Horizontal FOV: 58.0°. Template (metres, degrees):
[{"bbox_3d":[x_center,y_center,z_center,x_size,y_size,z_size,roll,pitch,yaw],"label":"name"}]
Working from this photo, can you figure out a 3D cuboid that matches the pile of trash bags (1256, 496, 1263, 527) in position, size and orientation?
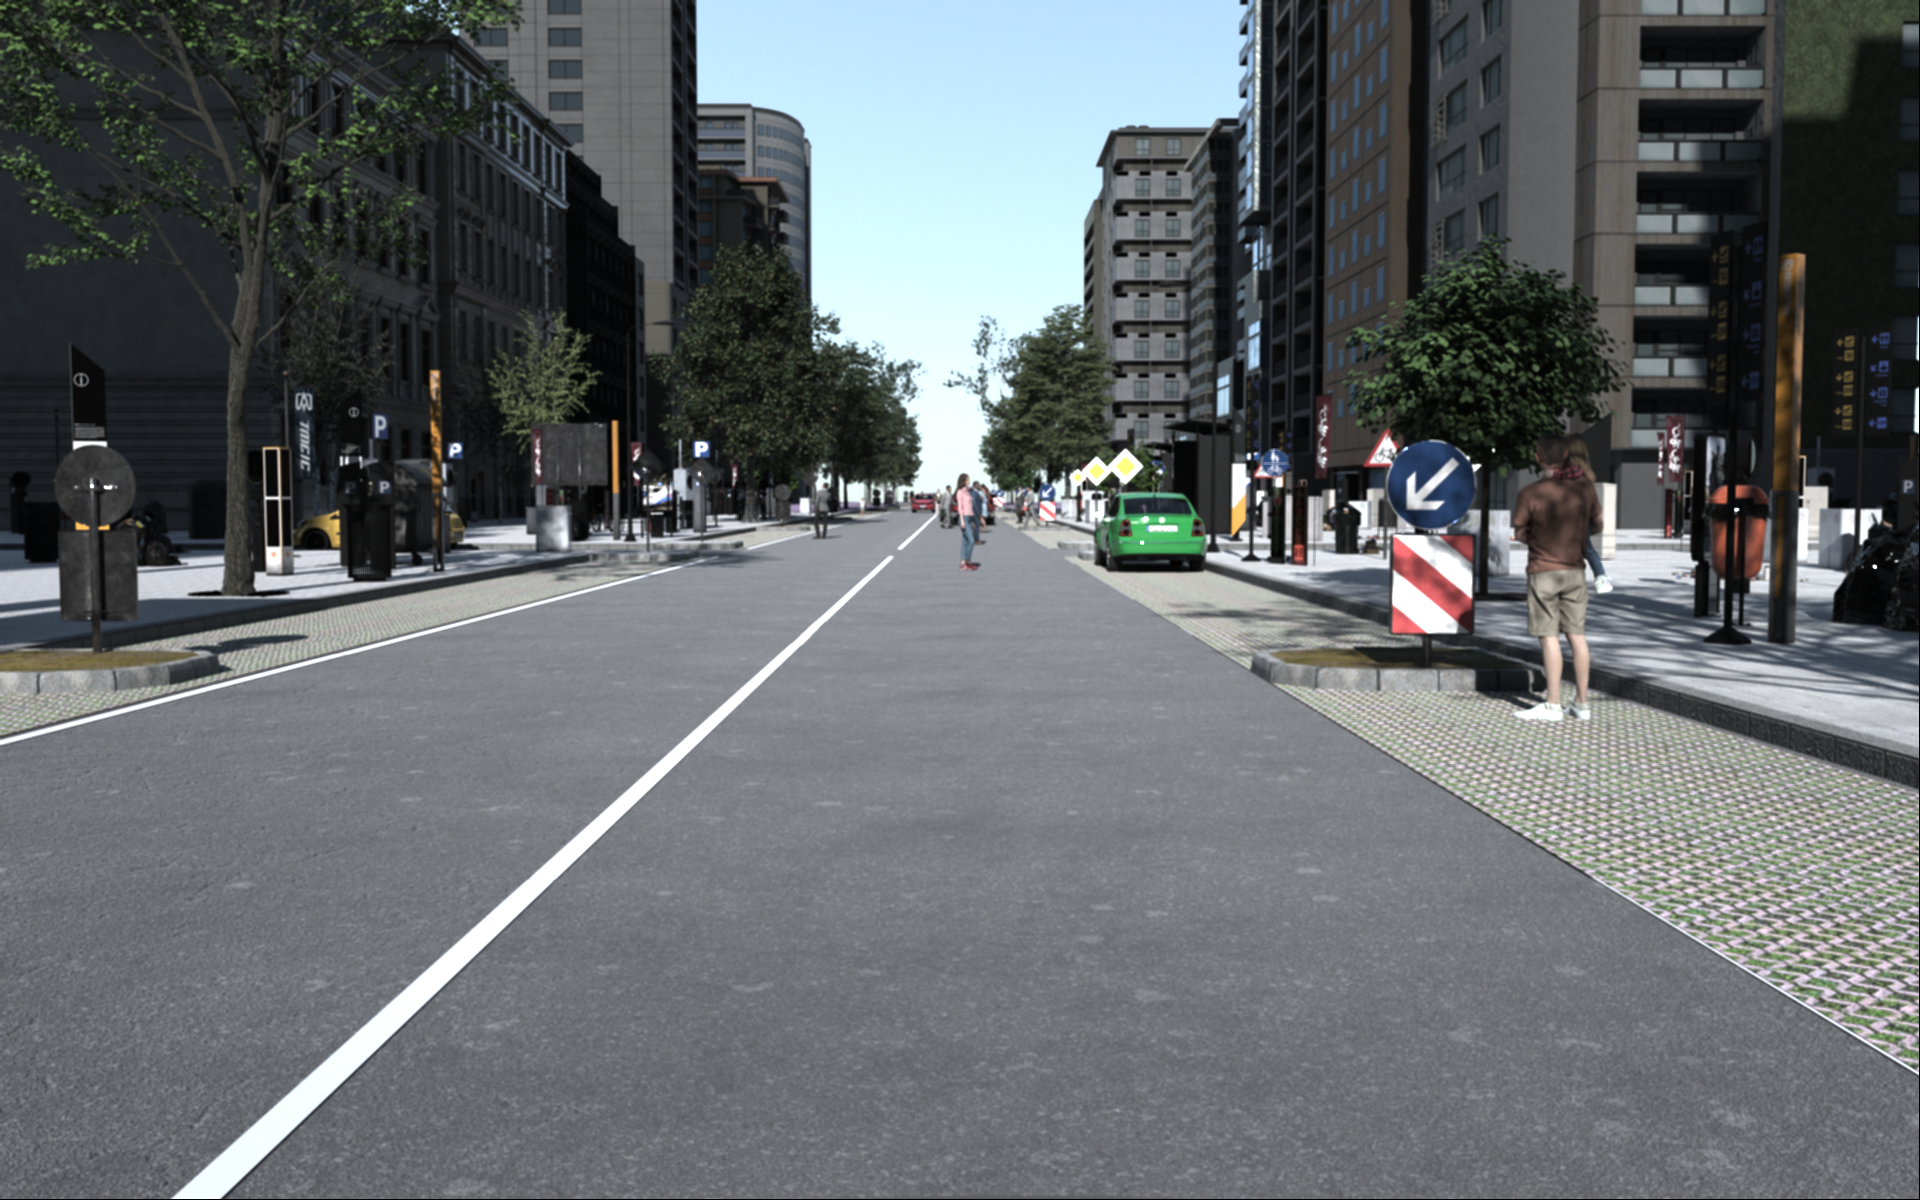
[{"bbox_3d":[11.985,-3.602,68.643,3.447,1.369,1.912,1,4,22],"label":"pile of trash bags"}]

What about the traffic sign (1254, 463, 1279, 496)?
[{"bbox_3d":[10.177,-3.532,57.746,0.884,2.594,0.081,0,4,8],"label":"traffic sign"}]

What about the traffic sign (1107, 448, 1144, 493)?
[{"bbox_3d":[3.631,-2.106,38.072,0.795,2.450,0.064,0,3,0],"label":"traffic sign"}]

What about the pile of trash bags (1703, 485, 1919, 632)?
[{"bbox_3d":[9.047,-0.430,16.778,3.447,1.369,1.912,1,4,13],"label":"pile of trash bags"}]

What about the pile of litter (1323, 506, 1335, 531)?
[{"bbox_3d":[12.810,-2.859,60.709,1.719,0.858,1.176,-3,4,-36],"label":"pile of litter"}]

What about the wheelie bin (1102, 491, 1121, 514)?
[{"bbox_3d":[7.000,-4.407,79.963,0.980,1.594,0.693,2,4,34],"label":"wheelie bin"}]

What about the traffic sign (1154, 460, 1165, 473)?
[{"bbox_3d":[7.312,-3.967,64.964,0.768,2.556,0.104,0,4,2],"label":"traffic sign"}]

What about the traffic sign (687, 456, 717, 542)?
[{"bbox_3d":[-6.869,-2.595,46.071,0.795,2.450,0.064,0,3,0],"label":"traffic sign"}]

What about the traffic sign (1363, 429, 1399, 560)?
[{"bbox_3d":[8.315,-2.068,33.814,0.884,2.594,0.081,0,4,6],"label":"traffic sign"}]

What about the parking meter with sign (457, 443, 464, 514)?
[{"bbox_3d":[-17.124,-3.770,57.907,0.543,3.016,1.738,0,4,2],"label":"parking meter with sign"}]

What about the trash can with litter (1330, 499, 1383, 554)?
[{"bbox_3d":[8.530,-1.580,37.226,1.055,1.170,0.624,0,4,-7],"label":"trash can with litter"}]

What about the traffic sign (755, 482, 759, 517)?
[{"bbox_3d":[-11.069,-5.804,94.896,0.884,2.594,0.081,0,4,7],"label":"traffic sign"}]

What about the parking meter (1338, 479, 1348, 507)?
[{"bbox_3d":[14.622,-3.698,66.181,0.255,1.863,0.399,-1,4,-17],"label":"parking meter"}]

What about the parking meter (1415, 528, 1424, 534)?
[{"bbox_3d":[14.625,-3.013,54.975,0.399,1.863,0.255,1,4,23],"label":"parking meter"}]

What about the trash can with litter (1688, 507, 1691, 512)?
[{"bbox_3d":[20.750,-2.232,47.879,1.055,1.170,0.624,0,4,4],"label":"trash can with litter"}]

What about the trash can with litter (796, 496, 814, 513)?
[{"bbox_3d":[-10.378,-6.564,118.376,1.678,1.210,2.233,0,4,-4],"label":"trash can with litter"}]

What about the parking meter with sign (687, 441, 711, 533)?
[{"bbox_3d":[-8.683,-3.764,57.799,0.543,3.016,1.738,-1,4,-13],"label":"parking meter with sign"}]

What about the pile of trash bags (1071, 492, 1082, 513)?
[{"bbox_3d":[8.111,-6.600,117.661,1.912,1.369,3.447,0,4,-6],"label":"pile of trash bags"}]

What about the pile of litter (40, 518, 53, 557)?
[{"bbox_3d":[-18.242,-1.294,35.120,1.176,0.858,1.719,-1,4,-23],"label":"pile of litter"}]

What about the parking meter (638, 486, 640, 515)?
[{"bbox_3d":[-19.260,-6.003,103.862,0.399,1.863,0.255,1,4,17],"label":"parking meter"}]

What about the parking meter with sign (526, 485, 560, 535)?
[{"bbox_3d":[-13.302,-3.630,55.615,0.543,3.016,1.738,1,4,18],"label":"parking meter with sign"}]

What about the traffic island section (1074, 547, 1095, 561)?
[{"bbox_3d":[3.655,-0.971,38.150,2.009,0.180,2.903,0,3,0],"label":"traffic island section"}]

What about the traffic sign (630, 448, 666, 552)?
[{"bbox_3d":[-6.863,-2.107,38.086,0.795,2.450,0.064,0,3,0],"label":"traffic sign"}]

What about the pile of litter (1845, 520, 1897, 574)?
[{"bbox_3d":[15.128,-0.859,28.015,1.719,0.858,1.176,0,4,3],"label":"pile of litter"}]

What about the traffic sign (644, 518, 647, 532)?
[{"bbox_3d":[-10.683,-3.587,58.748,0.768,2.556,0.104,0,4,2],"label":"traffic sign"}]

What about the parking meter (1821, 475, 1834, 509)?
[{"bbox_3d":[27.117,-2.965,54.183,0.399,1.863,0.255,-3,5,-39],"label":"parking meter"}]

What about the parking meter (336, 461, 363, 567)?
[{"bbox_3d":[-10.796,-1.523,30.620,0.399,1.863,0.255,-2,4,-25],"label":"parking meter"}]

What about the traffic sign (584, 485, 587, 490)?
[{"bbox_3d":[-11.910,-3.362,55.072,0.768,2.556,0.104,0,4,6],"label":"traffic sign"}]

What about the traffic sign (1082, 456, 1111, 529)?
[{"bbox_3d":[3.626,-2.594,46.057,0.795,2.450,0.064,0,3,0],"label":"traffic sign"}]

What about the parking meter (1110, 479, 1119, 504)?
[{"bbox_3d":[5.823,-3.641,65.245,0.255,1.863,0.399,2,4,25],"label":"parking meter"}]

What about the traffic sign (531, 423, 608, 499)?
[{"bbox_3d":[-11.268,-3.428,49.920,2.265,3.308,0.079,0,4,6],"label":"traffic sign"}]

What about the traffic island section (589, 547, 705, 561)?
[{"bbox_3d":[-6.887,-0.970,38.147,2.009,0.180,2.903,0,3,0],"label":"traffic island section"}]

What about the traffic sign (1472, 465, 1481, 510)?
[{"bbox_3d":[8.519,-1.686,28.749,0.795,2.450,0.064,0,4,4],"label":"traffic sign"}]

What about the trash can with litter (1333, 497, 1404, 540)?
[{"bbox_3d":[11.766,-2.334,49.215,2.233,1.210,1.678,1,4,19],"label":"trash can with litter"}]

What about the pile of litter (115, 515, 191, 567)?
[{"bbox_3d":[-14.764,-1.035,30.894,1.719,0.858,1.176,-1,4,-9],"label":"pile of litter"}]

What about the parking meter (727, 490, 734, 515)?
[{"bbox_3d":[-14.063,-5.974,106.083,0.372,1.533,0.369,0,3,0],"label":"parking meter"}]

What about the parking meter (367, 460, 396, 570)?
[{"bbox_3d":[-9.820,-1.449,29.397,0.399,1.863,0.255,-3,4,-38],"label":"parking meter"}]

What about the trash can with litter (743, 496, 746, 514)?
[{"bbox_3d":[-12.511,-5.400,99.684,0.624,1.170,1.055,-2,4,-31],"label":"trash can with litter"}]

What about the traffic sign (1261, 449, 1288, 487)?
[{"bbox_3d":[8.954,-3.011,49.332,0.768,2.556,0.104,0,4,6],"label":"traffic sign"}]

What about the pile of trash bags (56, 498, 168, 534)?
[{"bbox_3d":[-27.511,-2.847,56.299,3.447,1.369,1.912,-1,4,-12],"label":"pile of trash bags"}]

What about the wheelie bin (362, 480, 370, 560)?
[{"bbox_3d":[-11.502,-1.576,33.673,0.693,1.594,0.980,0,4,-6],"label":"wheelie bin"}]

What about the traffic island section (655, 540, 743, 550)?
[{"bbox_3d":[-6.892,-1.459,46.132,2.009,0.180,2.903,0,3,0],"label":"traffic island section"}]

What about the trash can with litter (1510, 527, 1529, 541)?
[{"bbox_3d":[15.691,-2.198,46.989,1.678,1.210,2.233,-3,5,-42],"label":"trash can with litter"}]

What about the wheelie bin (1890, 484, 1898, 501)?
[{"bbox_3d":[28.207,-2.679,51.709,0.980,1.594,0.693,-1,4,-14],"label":"wheelie bin"}]

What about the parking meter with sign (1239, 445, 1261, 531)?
[{"bbox_3d":[10.143,-3.949,60.829,0.543,3.016,1.738,1,4,19],"label":"parking meter with sign"}]

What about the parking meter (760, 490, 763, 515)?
[{"bbox_3d":[-12.064,-5.983,106.232,0.372,1.533,0.369,0,3,0],"label":"parking meter"}]

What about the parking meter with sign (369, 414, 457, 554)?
[{"bbox_3d":[-11.885,-2.525,37.550,1.738,3.016,0.543,1,4,19],"label":"parking meter with sign"}]

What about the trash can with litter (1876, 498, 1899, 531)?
[{"bbox_3d":[26.418,-2.292,48.856,1.055,1.170,0.624,-1,4,-22],"label":"trash can with litter"}]

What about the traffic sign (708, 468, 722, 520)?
[{"bbox_3d":[-12.007,-5.161,84.483,0.768,2.556,0.104,0,4,8],"label":"traffic sign"}]

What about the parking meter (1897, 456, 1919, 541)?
[{"bbox_3d":[14.779,-1.295,26.876,0.255,1.863,0.399,-1,4,-21],"label":"parking meter"}]

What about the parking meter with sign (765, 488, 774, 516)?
[{"bbox_3d":[-11.401,-6.562,103.552,0.543,3.016,1.738,-1,4,-22],"label":"parking meter with sign"}]

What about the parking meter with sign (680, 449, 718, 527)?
[{"bbox_3d":[-10.249,-4.323,66.946,1.738,3.016,0.543,0,4,4],"label":"parking meter with sign"}]

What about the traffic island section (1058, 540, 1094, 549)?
[{"bbox_3d":[3.649,-1.459,46.135,2.009,0.180,2.903,0,3,0],"label":"traffic island section"}]

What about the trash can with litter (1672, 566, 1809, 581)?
[{"bbox_3d":[11.709,-0.941,26.438,1.678,1.210,2.233,0,4,-4],"label":"trash can with litter"}]

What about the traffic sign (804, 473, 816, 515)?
[{"bbox_3d":[-9.014,-6.357,104.042,0.768,2.556,0.104,0,4,4],"label":"traffic sign"}]

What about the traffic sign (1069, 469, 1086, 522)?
[{"bbox_3d":[5.392,-4.781,79.350,0.795,2.450,0.064,1,4,9],"label":"traffic sign"}]

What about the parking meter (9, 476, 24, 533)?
[{"bbox_3d":[-30.903,-3.123,56.780,0.399,1.863,0.255,2,4,26],"label":"parking meter"}]
